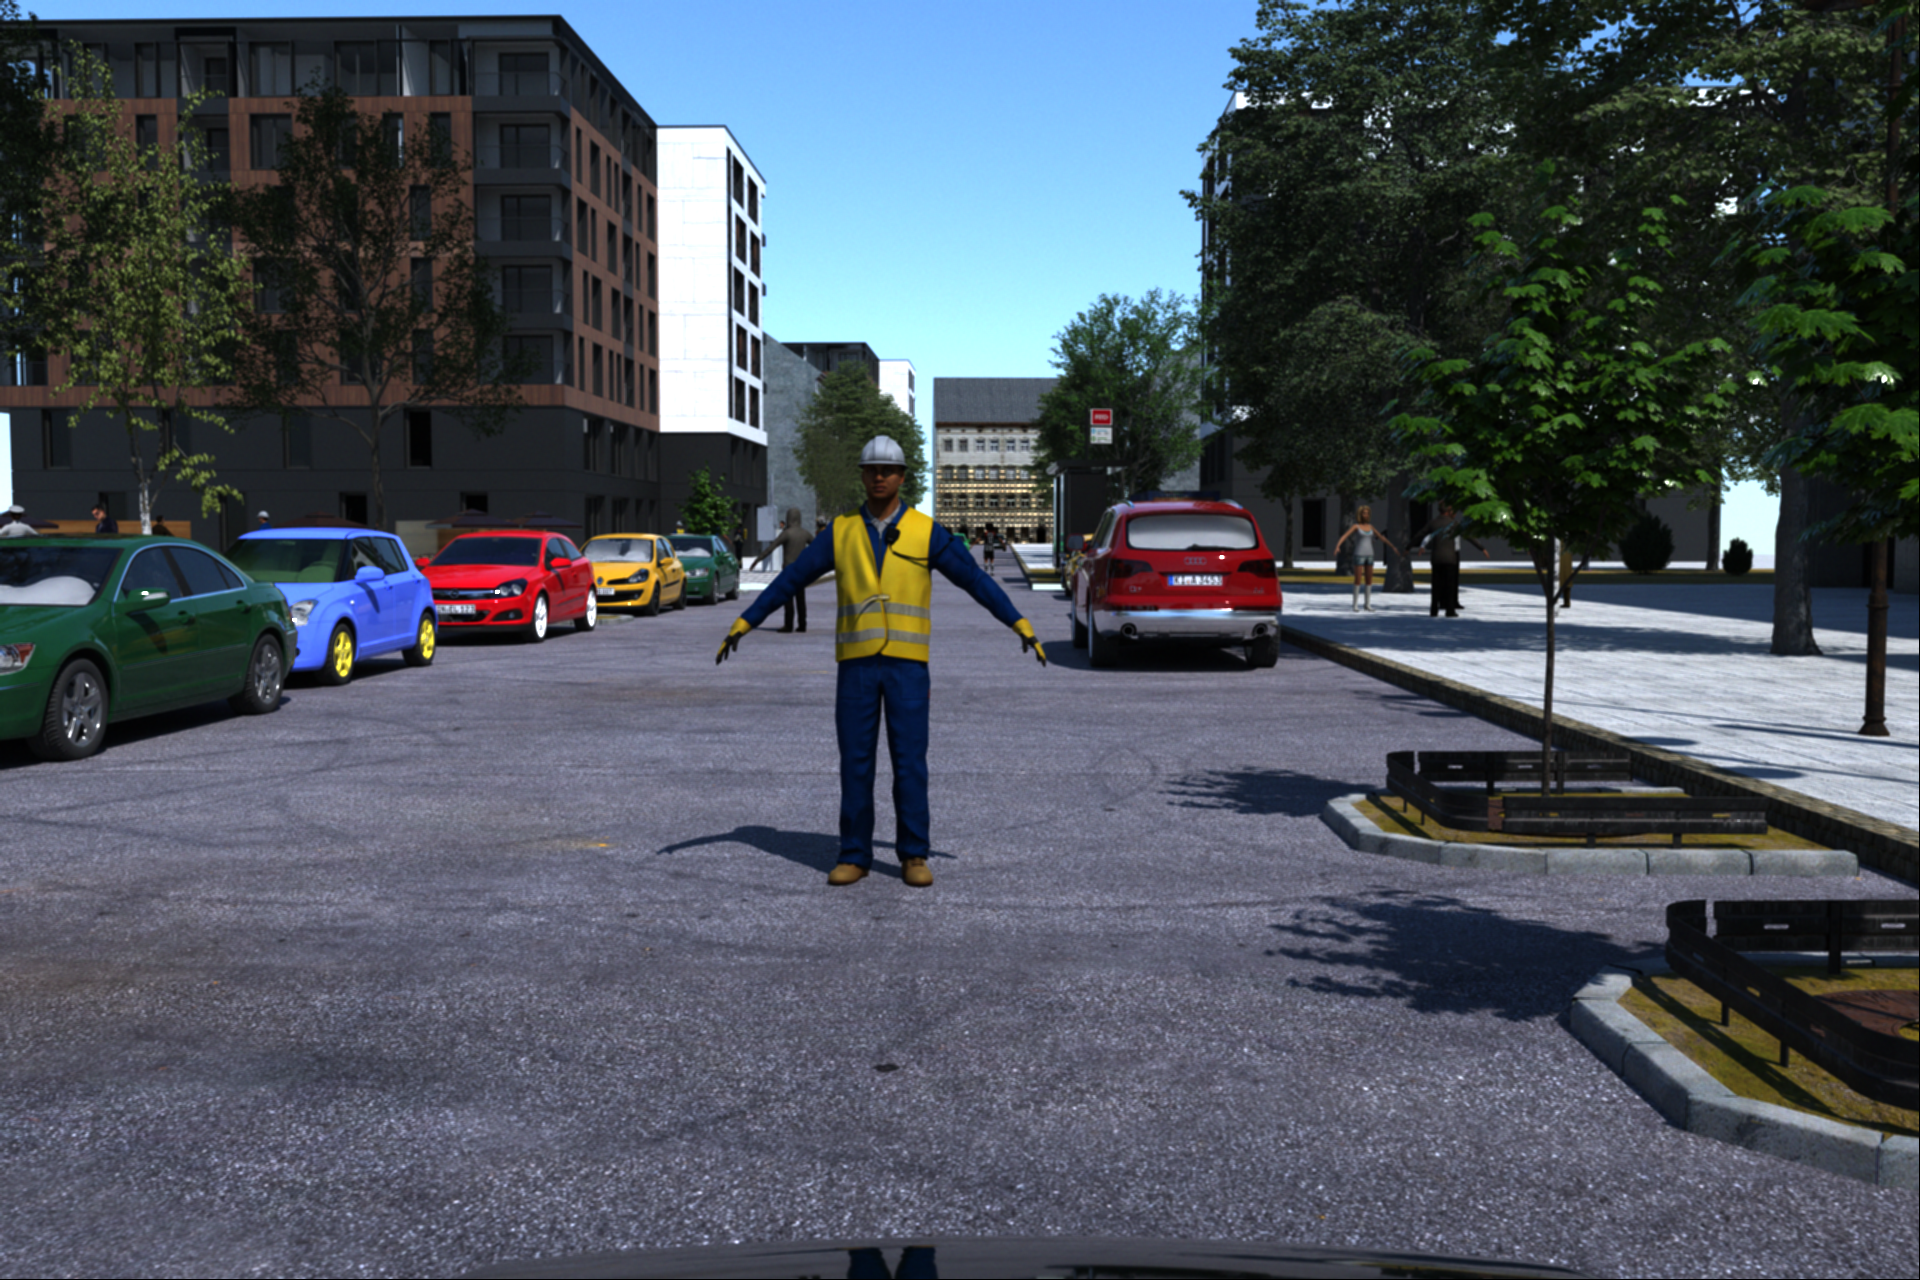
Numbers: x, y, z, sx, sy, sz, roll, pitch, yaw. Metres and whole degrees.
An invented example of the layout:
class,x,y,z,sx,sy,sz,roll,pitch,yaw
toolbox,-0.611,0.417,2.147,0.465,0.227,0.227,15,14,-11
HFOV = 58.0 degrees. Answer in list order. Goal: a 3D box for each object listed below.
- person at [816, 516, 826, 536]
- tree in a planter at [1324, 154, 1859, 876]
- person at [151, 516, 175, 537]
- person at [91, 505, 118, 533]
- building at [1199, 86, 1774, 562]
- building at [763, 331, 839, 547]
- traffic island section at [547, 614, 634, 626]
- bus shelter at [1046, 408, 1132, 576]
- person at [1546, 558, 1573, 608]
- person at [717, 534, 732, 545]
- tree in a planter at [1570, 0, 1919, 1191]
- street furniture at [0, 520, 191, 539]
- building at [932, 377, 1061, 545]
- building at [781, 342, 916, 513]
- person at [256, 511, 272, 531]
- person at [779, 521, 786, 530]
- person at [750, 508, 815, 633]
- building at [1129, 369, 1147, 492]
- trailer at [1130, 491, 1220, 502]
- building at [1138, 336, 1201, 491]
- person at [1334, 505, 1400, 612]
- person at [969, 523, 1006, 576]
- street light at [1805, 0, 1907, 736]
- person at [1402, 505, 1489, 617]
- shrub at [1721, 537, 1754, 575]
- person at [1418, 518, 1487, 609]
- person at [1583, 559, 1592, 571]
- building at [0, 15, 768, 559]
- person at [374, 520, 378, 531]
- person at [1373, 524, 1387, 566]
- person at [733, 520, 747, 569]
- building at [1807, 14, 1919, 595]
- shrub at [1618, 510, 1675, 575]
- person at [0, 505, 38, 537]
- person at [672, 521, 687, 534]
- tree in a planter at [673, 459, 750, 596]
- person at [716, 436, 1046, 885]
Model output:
class,x,y,z,sx,sy,sz,roll,pitch,yaw
person,-4.550,-3.099,56.432,0.705,1.858,1.354,-1,4,-16
tree in a planter,2.805,-0.670,8.184,1.991,3.239,1.994,0,4,2
person,-22.935,-2.668,49.752,1.346,1.812,0.704,1,4,18
person,-14.137,-1.347,28.511,0.683,1.767,0.568,2,4,32
building,27.029,-15.408,95.894,27.936,21.610,32.646,0,4,2
building,-22.332,-20.821,171.357,19.493,23.208,18.063,0,4,2
traffic island section,-6.387,-0.321,28.121,1.991,0.108,1.994,0,4,1
bus shelter,3.784,-4.597,52.794,2.179,5.291,8.768,0,3,0
person,10.406,-1.429,30.135,1.217,1.736,0.721,-1,4,-20
person,-8.362,-3.199,58.436,1.347,1.817,0.704,-1,4,-10
tree in a planter,2.748,-0.445,4.506,1.991,3.239,1.994,0,4,2
street furniture,-29.853,-3.071,57.057,11.010,1.723,9.812,3,4,36
building,5.339,-24.957,241.434,18.063,23.208,19.493,0,4,-2
building,-20.022,-21.847,201.176,27.936,21.610,32.646,0,4,2
person,-17.166,-2.250,42.671,0.705,1.842,1.347,0,4,2
person,-7.156,-3.880,69.631,1.347,1.806,0.705,2,4,24
person,-2.436,-1.018,25.227,1.348,1.813,0.705,-3,4,-38
building,28.434,-20.000,193.462,16.747,18.905,31.486,0,4,1
trailer,2.972,-1.086,24.812,1.471,1.999,3.904,0,4,1
building,27.572,-20.569,167.225,19.493,23.208,18.063,0,4,1
person,6.683,-1.340,28.524,1.214,1.753,0.721,-1,4,-18
person,0.986,-3.116,59.548,1.345,1.843,0.704,-1,4,-20
street light,5.840,-2.330,10.889,0.468,5.910,1.993,0,4,2
person,7.504,-1.265,26.856,1.348,1.807,0.705,2,4,31
shrub,24.108,-2.606,53.717,1.383,1.207,1.383,0,3,0
person,8.385,-1.434,29.598,1.344,1.810,0.704,-1,4,-17
person,21.934,-3.128,60.416,0.599,1.433,0.991,-1,4,-12
building,-25.703,-14.754,85.203,27.936,21.610,32.646,0,4,2
person,-22.282,-3.698,66.398,1.347,1.837,0.705,1,4,23
person,17.196,-3.842,69.545,1.216,1.740,0.721,1,4,8
person,-8.142,-3.533,63.545,0.705,1.856,1.354,0,4,-1
building,29.199,-13.499,22.865,24.374,26.755,37.873,0,4,2
shrub,21.751,-3.112,54.926,1.661,2.075,1.752,0,3,0
person,-16.311,-1.435,29.929,1.216,1.778,0.721,-3,5,-41
person,-10.842,-3.680,66.637,1.216,1.772,0.721,-3,5,-41
tree in a planter,-6.066,-2.689,41.189,1.991,3.239,1.994,0,4,1
person,-0.320,0.080,7.122,1.349,1.833,0.705,0,4,4
